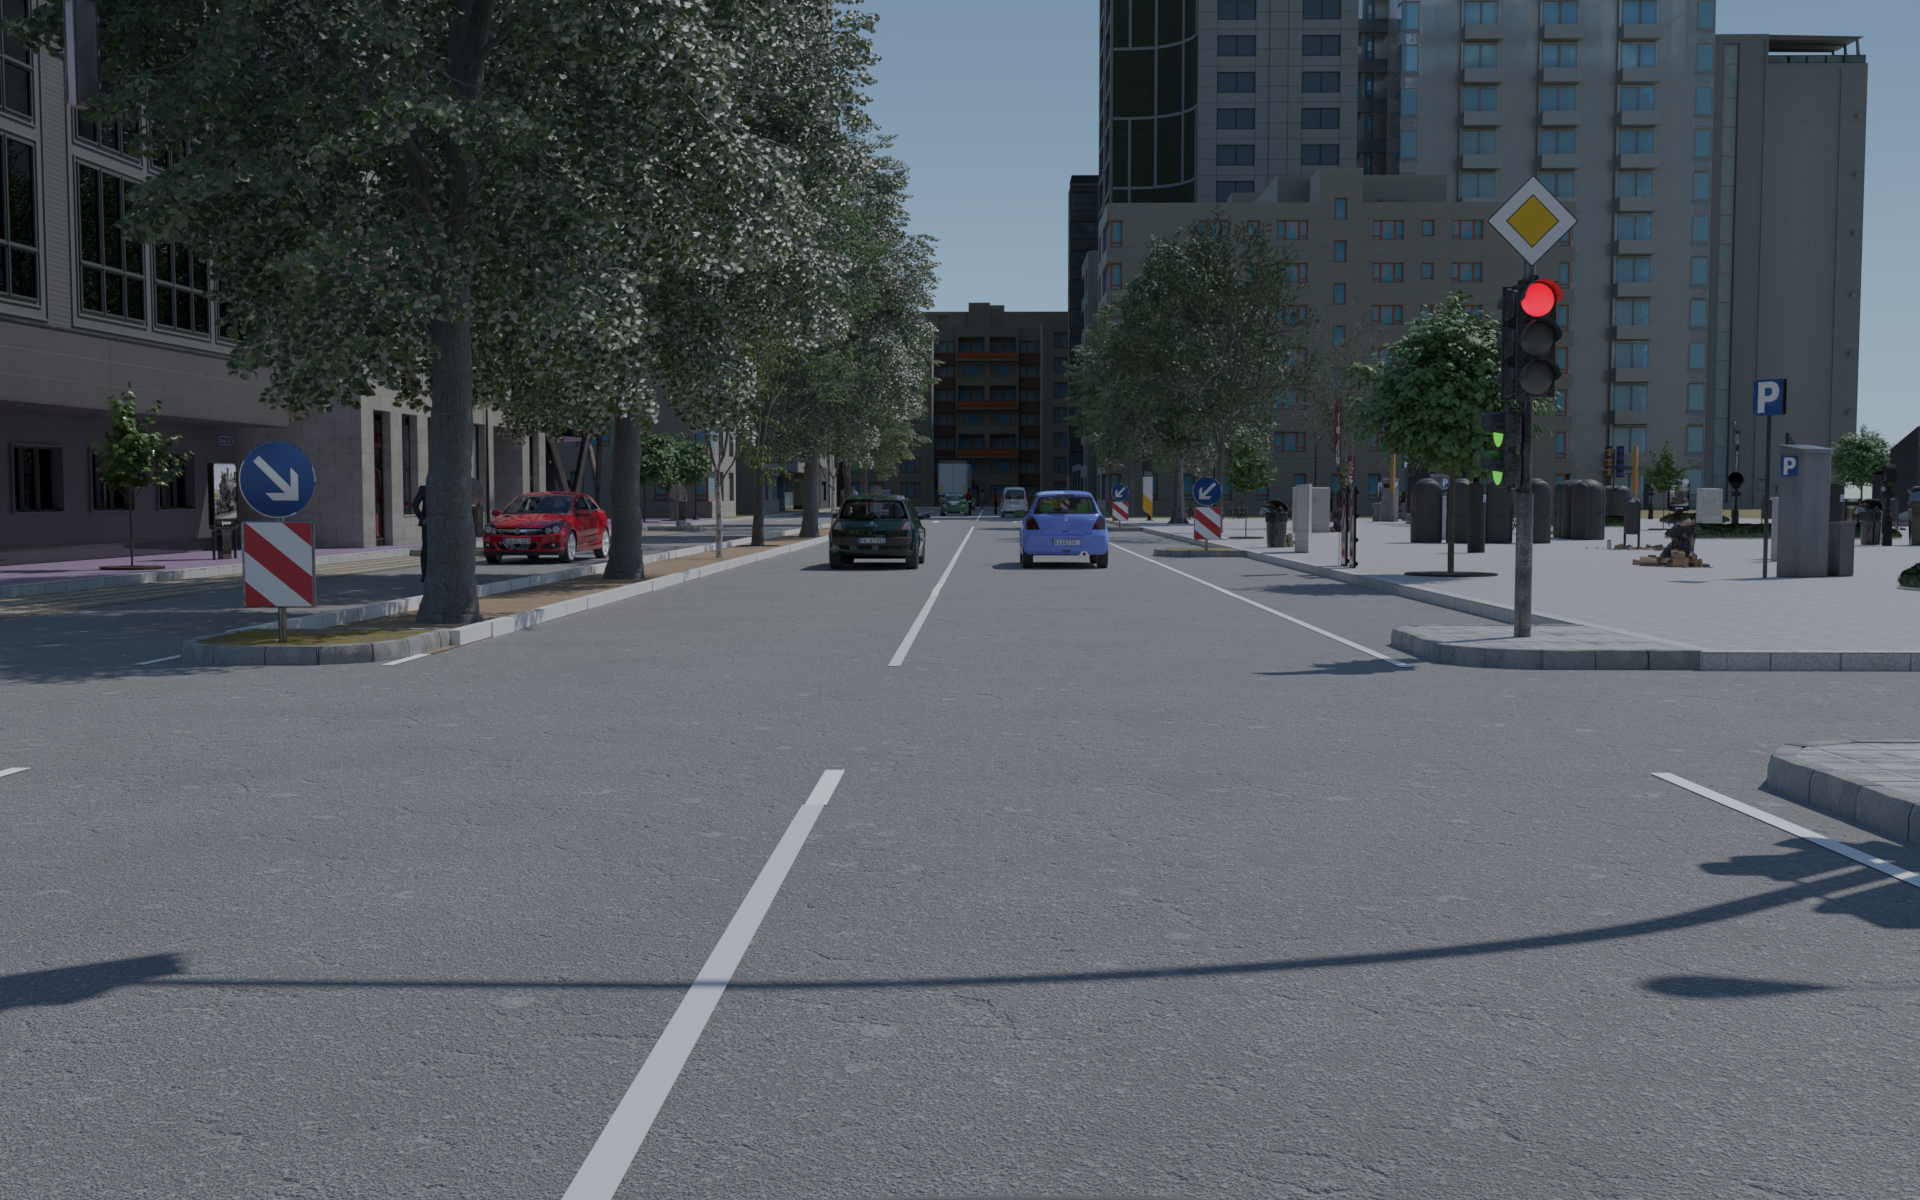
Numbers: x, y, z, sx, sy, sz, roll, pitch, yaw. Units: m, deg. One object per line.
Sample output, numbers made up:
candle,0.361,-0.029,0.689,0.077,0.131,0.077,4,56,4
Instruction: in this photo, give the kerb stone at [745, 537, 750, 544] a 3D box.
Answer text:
kerb stone,-6.237,-1.678,49.676,0.120,0.150,1.000,0,4,1

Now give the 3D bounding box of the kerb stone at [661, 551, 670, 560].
kerb stone,-6.472,-0.922,37.362,0.120,0.150,1.000,0,4,1

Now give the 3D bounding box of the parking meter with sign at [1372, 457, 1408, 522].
parking meter with sign,20.025,-5.159,80.605,0.543,3.016,1.738,-3,5,-43

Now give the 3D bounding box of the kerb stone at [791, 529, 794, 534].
kerb stone,-6.034,-2.365,60.949,0.120,0.150,1.000,0,4,1

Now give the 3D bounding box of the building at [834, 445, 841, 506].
building,-27.002,-21.026,188.812,28.899,21.520,27.650,0,4,1

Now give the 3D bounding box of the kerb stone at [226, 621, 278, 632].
kerb stone,-6.854,0.335,16.837,0.120,0.150,1.000,0,4,1

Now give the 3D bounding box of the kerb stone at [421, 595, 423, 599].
kerb stone,-6.754,0.014,21.986,0.120,0.150,1.000,0,4,1

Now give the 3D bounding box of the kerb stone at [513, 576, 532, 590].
kerb stone,-6.673,-0.235,26.074,0.120,0.150,1.000,0,4,1

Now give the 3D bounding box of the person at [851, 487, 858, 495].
person,-6.285,-5.663,100.956,0.599,1.838,0.709,-3,5,-41

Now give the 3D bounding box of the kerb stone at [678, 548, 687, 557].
kerb stone,-6.429,-1.054,39.426,0.120,0.150,1.000,0,4,1

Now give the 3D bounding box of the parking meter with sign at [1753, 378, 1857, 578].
parking meter with sign,13.043,-1.861,26.684,1.738,3.016,0.543,-2,4,-24

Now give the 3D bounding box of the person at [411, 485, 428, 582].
person,-8.576,-1.250,28.299,0.474,1.900,0.648,2,4,32

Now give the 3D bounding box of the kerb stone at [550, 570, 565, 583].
kerb stone,-6.641,-0.362,28.118,0.120,0.150,1.000,0,4,1

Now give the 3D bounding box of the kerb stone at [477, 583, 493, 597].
kerb stone,-6.719,-0.111,24.030,0.120,0.150,1.000,0,4,1

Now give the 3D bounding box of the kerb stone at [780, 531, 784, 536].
kerb stone,-6.094,-2.183,57.882,0.120,0.150,1.000,0,4,1

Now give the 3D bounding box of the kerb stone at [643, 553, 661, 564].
kerb stone,-6.487,-0.865,36.338,0.120,0.150,1.000,0,4,1

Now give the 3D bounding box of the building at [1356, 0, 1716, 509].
building,49.484,-32.639,153.252,30.456,49.044,23.786,0,4,1

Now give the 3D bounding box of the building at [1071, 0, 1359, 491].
building,19.911,-42.954,140.548,20.563,71.187,20.611,0,4,1

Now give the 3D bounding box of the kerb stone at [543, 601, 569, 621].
kerb stone,-4.695,0.142,19.874,0.120,0.150,1.000,0,4,1

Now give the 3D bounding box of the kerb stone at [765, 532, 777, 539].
kerb stone,-6.117,-2.057,55.824,0.120,0.150,1.000,0,4,1

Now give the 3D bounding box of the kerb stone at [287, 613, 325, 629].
kerb stone,-6.824,0.265,17.858,0.120,0.150,1.000,0,4,1

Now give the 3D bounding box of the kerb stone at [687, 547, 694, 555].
kerb stone,-6.414,-1.115,40.448,0.120,0.150,1.000,0,4,1

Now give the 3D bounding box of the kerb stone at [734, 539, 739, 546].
kerb stone,-6.273,-1.555,47.618,0.120,0.150,1.000,0,4,1

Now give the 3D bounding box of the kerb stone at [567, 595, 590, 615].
kerb stone,-4.679,0.079,20.905,0.120,0.150,1.000,0,4,1

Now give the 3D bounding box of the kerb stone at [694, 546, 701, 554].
kerb stone,-6.395,-1.178,41.475,0.120,0.150,1.000,0,4,1

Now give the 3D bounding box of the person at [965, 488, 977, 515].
person,0.648,-6.608,116.475,0.705,1.831,1.348,-3,4,-36

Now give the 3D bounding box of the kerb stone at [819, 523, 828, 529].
kerb stone,-5.809,-3.123,73.257,0.120,0.150,1.000,0,4,1

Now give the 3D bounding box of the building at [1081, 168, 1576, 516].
building,22.806,-16.652,117.298,27.650,21.520,28.899,0,4,1

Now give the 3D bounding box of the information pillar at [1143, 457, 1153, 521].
information pillar,9.023,-5.613,83.119,0.504,3.616,0.183,-1,4,-20

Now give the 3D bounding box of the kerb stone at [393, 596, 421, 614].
kerb stone,-6.772,0.077,20.943,0.120,0.150,1.000,0,4,1

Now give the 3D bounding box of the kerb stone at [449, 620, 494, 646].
kerb stone,-4.756,0.330,16.808,0.120,0.150,1.000,0,4,1

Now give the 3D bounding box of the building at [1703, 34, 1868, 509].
building,71.840,-29.009,157.890,14.086,41.232,14.154,0,4,1

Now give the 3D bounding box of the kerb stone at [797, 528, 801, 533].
kerb stone,-5.993,-2.495,62.992,0.120,0.150,1.000,0,4,1

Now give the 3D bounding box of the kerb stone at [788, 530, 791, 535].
kerb stone,-6.054,-2.308,59.926,0.120,0.150,1.000,0,4,1

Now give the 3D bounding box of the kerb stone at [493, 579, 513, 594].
kerb stone,-6.699,-0.175,25.052,0.120,0.150,1.000,0,4,1

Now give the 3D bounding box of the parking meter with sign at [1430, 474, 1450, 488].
parking meter with sign,18.048,-4.213,65.138,0.543,3.016,1.738,-1,4,-22

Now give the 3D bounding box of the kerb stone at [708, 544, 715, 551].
kerb stone,-6.351,-1.303,43.523,0.120,0.150,1.000,0,4,1

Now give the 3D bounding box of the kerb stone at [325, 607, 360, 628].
kerb stone,-6.813,0.202,18.890,0.120,0.150,1.000,0,4,1

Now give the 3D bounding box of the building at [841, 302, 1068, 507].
building,2.968,-20.994,188.285,28.899,21.520,27.650,0,4,1

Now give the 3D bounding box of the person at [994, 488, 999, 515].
person,2.557,-6.914,121.485,0.705,1.831,1.348,0,4,-2

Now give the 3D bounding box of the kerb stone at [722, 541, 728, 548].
kerb stone,-6.314,-1.430,45.569,0.120,0.150,1.000,0,4,1

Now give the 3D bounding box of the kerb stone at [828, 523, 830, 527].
kerb stone,-5.791,-3.186,74.281,0.120,0.150,1.000,0,4,1

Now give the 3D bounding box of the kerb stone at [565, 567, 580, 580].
kerb stone,-6.621,-0.425,29.145,0.120,0.150,1.000,0,4,1

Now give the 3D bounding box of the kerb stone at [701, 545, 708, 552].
kerb stone,-6.381,-1.242,42.497,0.120,0.150,1.000,0,4,1

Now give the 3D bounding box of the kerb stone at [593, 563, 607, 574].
kerb stone,-6.577,-0.551,31.204,0.120,0.150,1.000,0,4,1

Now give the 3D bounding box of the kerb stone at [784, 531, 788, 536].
kerb stone,-6.071,-2.243,58.904,0.120,0.150,1.000,0,4,1

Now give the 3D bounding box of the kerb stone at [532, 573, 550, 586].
kerb stone,-6.647,-0.295,27.096,0.120,0.150,1.000,0,4,1

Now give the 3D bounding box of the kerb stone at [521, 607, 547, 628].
kerb stone,-4.709,0.209,18.852,0.120,0.150,1.000,0,4,1

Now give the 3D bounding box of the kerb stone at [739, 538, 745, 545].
kerb stone,-6.255,-1.613,48.649,0.120,0.150,1.000,0,4,1

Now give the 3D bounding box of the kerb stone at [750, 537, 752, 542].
kerb stone,-6.224,-1.741,50.698,0.120,0.150,1.000,0,4,1

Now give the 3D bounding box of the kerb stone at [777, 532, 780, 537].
kerb stone,-6.109,-2.119,56.850,0.120,0.150,1.000,0,4,1

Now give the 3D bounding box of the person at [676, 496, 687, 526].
person,-11.553,-3.829,71.653,0.519,1.759,0.362,1,4,17

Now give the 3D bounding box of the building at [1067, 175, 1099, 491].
building,16.832,-23.699,159.177,14.160,30.474,14.107,0,4,1

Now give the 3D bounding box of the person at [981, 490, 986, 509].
person,2.168,-9.453,163.061,0.705,1.824,1.348,-1,4,-17

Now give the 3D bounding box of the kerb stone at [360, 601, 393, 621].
kerb stone,-6.784,0.146,19.915,0.120,0.150,1.000,0,4,1

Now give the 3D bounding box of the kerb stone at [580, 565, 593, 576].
kerb stone,-6.612,-0.488,30.179,0.120,0.150,1.000,0,4,1

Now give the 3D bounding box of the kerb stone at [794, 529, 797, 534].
kerb stone,-6.022,-2.433,61.971,0.120,0.150,1.000,0,4,1

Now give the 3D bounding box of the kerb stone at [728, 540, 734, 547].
kerb stone,-6.291,-1.492,46.595,0.120,0.150,1.000,0,4,1

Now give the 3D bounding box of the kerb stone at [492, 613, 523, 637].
kerb stone,-4.723,0.267,17.829,0.120,0.150,1.000,0,4,1

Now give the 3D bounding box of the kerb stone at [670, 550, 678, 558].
kerb stone,-6.456,-0.990,38.388,0.120,0.150,1.000,0,4,1
